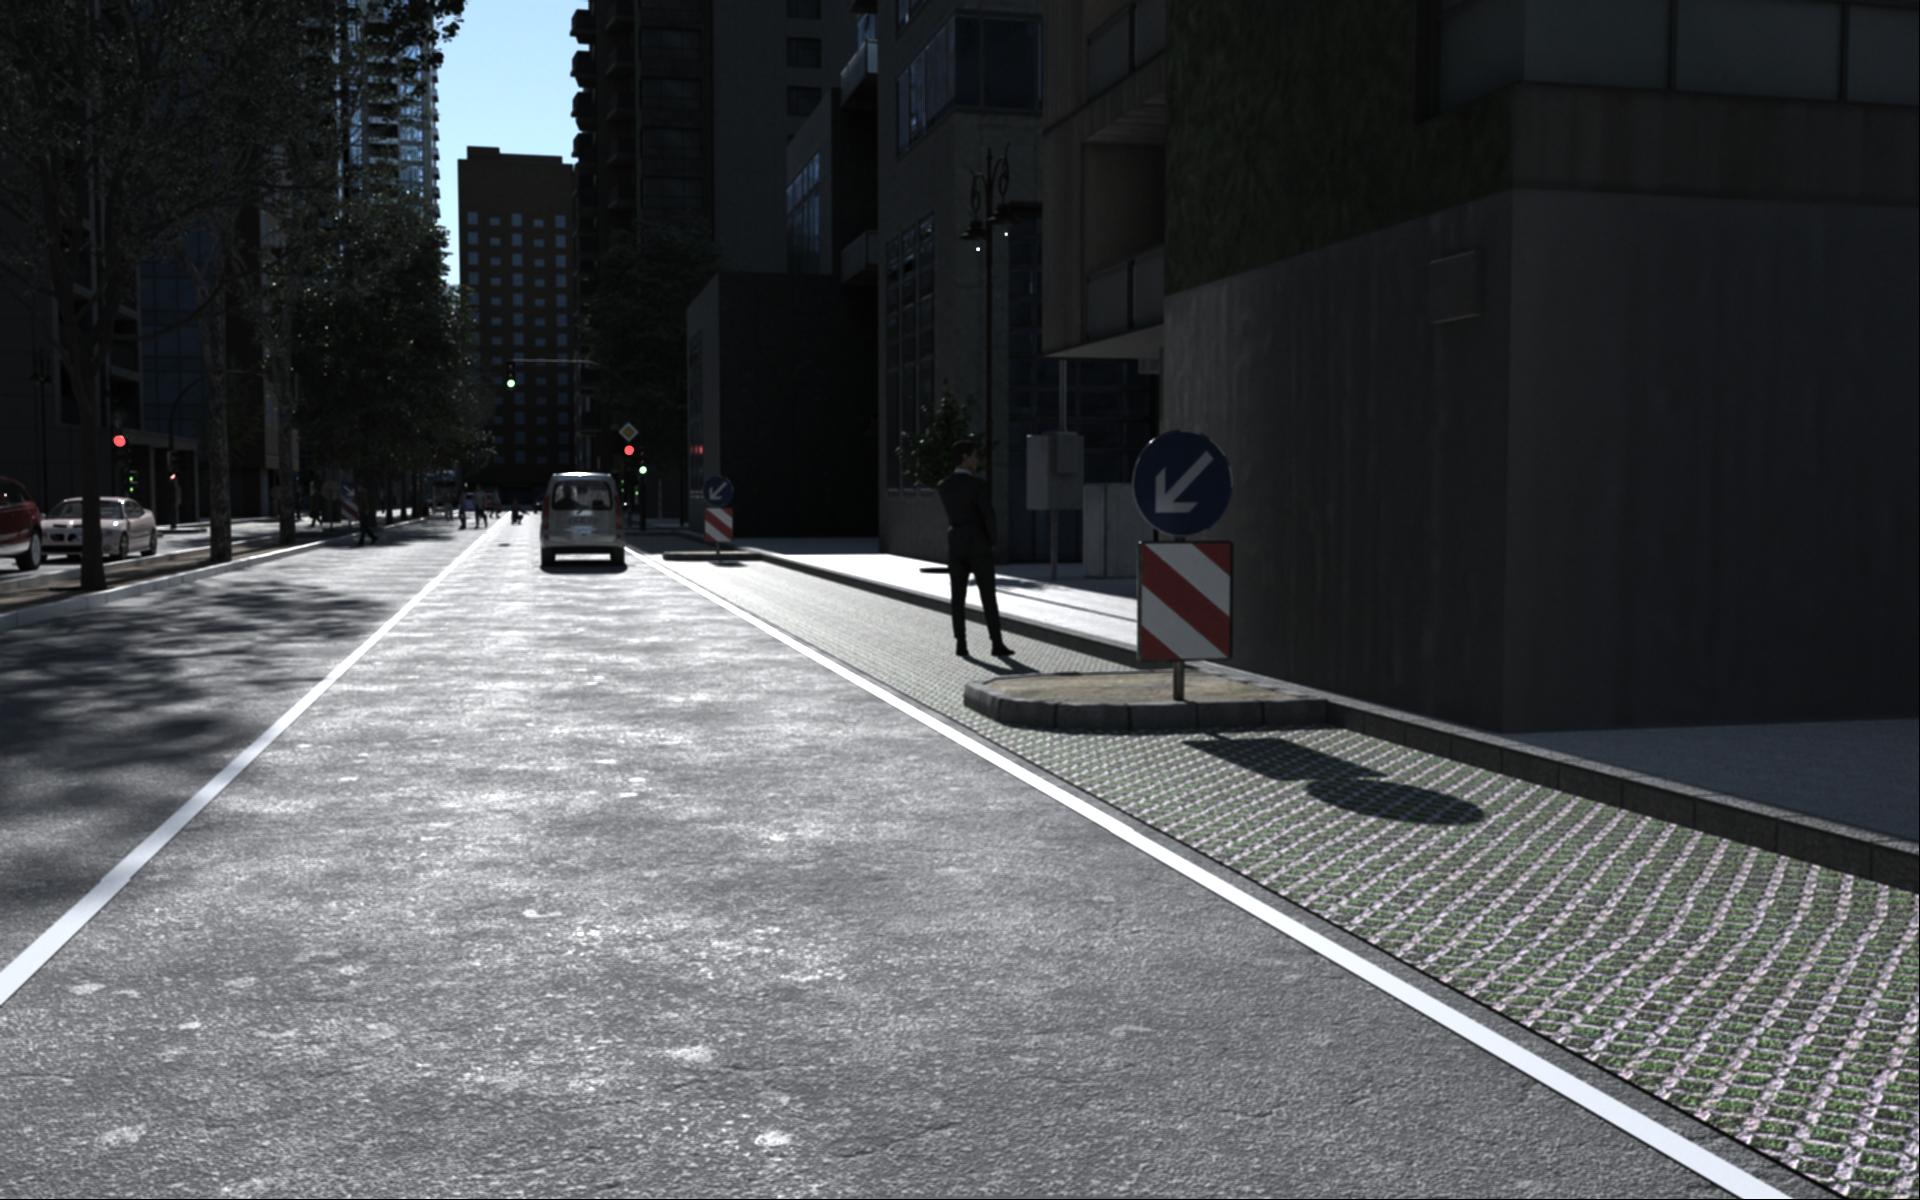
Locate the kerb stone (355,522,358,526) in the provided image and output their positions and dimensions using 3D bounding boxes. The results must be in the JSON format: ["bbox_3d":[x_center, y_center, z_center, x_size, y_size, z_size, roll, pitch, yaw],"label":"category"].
[{"bbox_3d":[-26.613,-3.285,75.902,0.120,0.150,1.000,-1,4,-14],"label":"kerb stone"}]

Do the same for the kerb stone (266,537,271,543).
[{"bbox_3d":[-20.314,-1.733,50.542,0.120,0.150,1.000,-1,4,-14],"label":"kerb stone"}]

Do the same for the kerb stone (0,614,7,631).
[{"bbox_3d":[-10.109,0.247,18.175,0.120,0.150,1.000,-1,4,-14],"label":"kerb stone"}]

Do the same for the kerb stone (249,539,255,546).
[{"bbox_3d":[-19.573,-1.551,47.552,0.120,0.150,1.000,-1,4,-14],"label":"kerb stone"}]

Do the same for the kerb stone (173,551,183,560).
[{"bbox_3d":[-17.093,-0.941,37.589,0.120,0.150,1.000,-1,4,-14],"label":"kerb stone"}]

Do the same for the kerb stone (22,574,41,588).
[{"bbox_3d":[-14.373,-0.263,26.628,0.120,0.150,1.000,-1,4,-14],"label":"kerb stone"}]

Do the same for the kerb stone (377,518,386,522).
[{"bbox_3d":[-30.323,-4.195,90.826,0.120,0.150,1.000,-1,4,-14],"label":"kerb stone"}]

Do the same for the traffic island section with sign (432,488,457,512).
[{"bbox_3d":[-40.920,-7.930,137.790,2.006,1.907,1.989,-1,4,-14],"label":"traffic island section with sign"}]

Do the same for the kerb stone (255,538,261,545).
[{"bbox_3d":[-19.822,-1.611,48.553,0.120,0.150,1.000,-1,4,-14],"label":"kerb stone"}]

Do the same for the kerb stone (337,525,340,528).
[{"bbox_3d":[-24.885,-2.859,68.945,0.120,0.150,1.000,-1,4,-14],"label":"kerb stone"}]

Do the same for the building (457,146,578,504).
[{"bbox_3d":[-57.863,-35.289,227.085,14.200,45.320,14.600,-1,4,-14],"label":"building"}]

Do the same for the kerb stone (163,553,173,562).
[{"bbox_3d":[-16.850,-0.879,36.596,0.120,0.150,1.000,-1,4,-14],"label":"kerb stone"}]

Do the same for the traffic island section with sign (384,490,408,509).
[{"bbox_3d":[-53.166,-9.414,162.544,1.989,1.847,2.006,-1,4,-14],"label":"traffic island section with sign"}]

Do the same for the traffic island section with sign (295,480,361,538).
[{"bbox_3d":[-21.015,-3.030,57.671,2.006,1.907,1.989,-1,4,-14],"label":"traffic island section with sign"}]

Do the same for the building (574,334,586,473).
[{"bbox_3d":[-30.956,-21.973,204.293,27.650,21.520,28.899,-1,4,-14],"label":"building"}]

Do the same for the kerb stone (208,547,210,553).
[{"bbox_3d":[-18.088,-1.184,41.562,0.120,0.150,1.000,-1,4,-14],"label":"kerb stone"}]

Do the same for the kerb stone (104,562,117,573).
[{"bbox_3d":[-15.613,-0.572,31.619,0.120,0.150,1.000,-1,4,-14],"label":"kerb stone"}]

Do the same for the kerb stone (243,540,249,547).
[{"bbox_3d":[-19.325,-1.488,46.557,0.120,0.150,1.000,-1,4,-14],"label":"kerb stone"}]

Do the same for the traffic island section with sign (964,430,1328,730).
[{"bbox_3d":[1.092,-0.171,11.422,1.989,1.847,2.006,-1,4,-14],"label":"traffic island section with sign"}]

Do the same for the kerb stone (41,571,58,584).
[{"bbox_3d":[-14.629,-0.332,27.629,0.120,0.150,1.000,-1,4,-14],"label":"kerb stone"}]

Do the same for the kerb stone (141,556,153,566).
[{"bbox_3d":[-16.352,-0.759,34.598,0.120,0.150,1.000,-1,4,-14],"label":"kerb stone"}]

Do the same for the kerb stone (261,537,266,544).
[{"bbox_3d":[-20.076,-1.673,49.548,0.120,0.150,1.000,-1,4,-14],"label":"kerb stone"}]

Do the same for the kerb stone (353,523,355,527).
[{"bbox_3d":[-26.370,-3.220,74.909,0.120,0.150,1.000,-1,4,-14],"label":"kerb stone"}]

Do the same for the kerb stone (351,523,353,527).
[{"bbox_3d":[-26.125,-3.163,73.917,0.120,0.150,1.000,-1,4,-14],"label":"kerb stone"}]

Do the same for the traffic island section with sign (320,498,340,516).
[{"bbox_3d":[-41.155,-6.456,114.176,1.989,1.847,2.006,-1,4,-14],"label":"traffic island section with sign"}]

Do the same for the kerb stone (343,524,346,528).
[{"bbox_3d":[-25.382,-2.981,70.935,0.120,0.150,1.000,-1,4,-14],"label":"kerb stone"}]

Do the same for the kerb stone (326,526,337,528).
[{"bbox_3d":[-24.640,-2.798,67.943,0.120,0.150,1.000,-1,4,-14],"label":"kerb stone"}]

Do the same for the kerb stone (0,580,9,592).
[{"bbox_3d":[-14.137,-0.201,25.633,0.120,0.150,1.000,-1,4,-14],"label":"kerb stone"}]

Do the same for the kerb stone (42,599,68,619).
[{"bbox_3d":[-10.605,0.124,20.161,0.120,0.150,1.000,-1,4,-14],"label":"kerb stone"}]

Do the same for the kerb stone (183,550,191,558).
[{"bbox_3d":[-17.351,-1.002,38.582,0.120,0.150,1.000,-1,4,-14],"label":"kerb stone"}]

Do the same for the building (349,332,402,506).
[{"bbox_3d":[-78.347,-21.271,192.826,28.899,21.520,27.650,-1,4,-14],"label":"building"}]

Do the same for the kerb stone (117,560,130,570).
[{"bbox_3d":[-15.865,-0.637,32.610,0.120,0.150,1.000,-1,4,-14],"label":"kerb stone"}]

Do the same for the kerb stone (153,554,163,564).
[{"bbox_3d":[-16.606,-0.819,35.588,0.120,0.150,1.000,-1,4,-14],"label":"kerb stone"}]

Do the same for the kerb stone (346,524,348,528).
[{"bbox_3d":[-25.625,-3.041,71.928,0.120,0.150,1.000,-1,4,-14],"label":"kerb stone"}]

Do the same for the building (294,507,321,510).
[{"bbox_3d":[-63.527,-51.007,146.630,22.319,86.520,31.000,-1,4,-14],"label":"building"}]

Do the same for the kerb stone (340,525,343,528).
[{"bbox_3d":[-25.137,-2.918,69.940,0.120,0.150,1.000,-1,4,-14],"label":"kerb stone"}]

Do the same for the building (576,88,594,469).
[{"bbox_3d":[-32.021,-32.475,181.084,14.600,45.320,14.200,-1,4,-14],"label":"building"}]

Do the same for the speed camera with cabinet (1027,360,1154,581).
[{"bbox_3d":[1.979,-1.946,26.149,2.038,3.252,0.660,-2,4,-34],"label":"speed camera with cabinet"}]

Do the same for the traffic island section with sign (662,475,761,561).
[{"bbox_3d":[-5.461,-1.782,37.770,1.989,1.847,2.006,-1,4,-14],"label":"traffic island section with sign"}]

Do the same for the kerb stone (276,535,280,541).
[{"bbox_3d":[-20.814,-1.855,52.531,0.120,0.150,1.000,-1,4,-14],"label":"kerb stone"}]

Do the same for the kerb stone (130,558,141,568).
[{"bbox_3d":[-16.110,-0.698,33.604,0.120,0.150,1.000,-1,4,-14],"label":"kerb stone"}]

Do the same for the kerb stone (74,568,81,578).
[{"bbox_3d":[-15.122,-0.454,29.617,0.120,0.150,1.000,-1,4,-14],"label":"kerb stone"}]

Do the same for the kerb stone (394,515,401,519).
[{"bbox_3d":[-33.053,-4.864,101.768,0.120,0.150,1.000,-1,4,-14],"label":"kerb stone"}]

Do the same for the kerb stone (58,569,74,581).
[{"bbox_3d":[-14.874,-0.393,28.624,0.120,0.150,1.000,-1,4,-14],"label":"kerb stone"}]

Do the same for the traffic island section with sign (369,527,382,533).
[{"bbox_3d":[-22.792,-3.470,64.863,2.006,1.907,1.989,-1,4,-14],"label":"traffic island section with sign"}]

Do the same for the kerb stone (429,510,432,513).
[{"bbox_3d":[-41.697,-6.998,136.605,0.120,0.150,1.000,-1,4,-14],"label":"kerb stone"}]

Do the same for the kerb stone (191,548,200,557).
[{"bbox_3d":[-17.593,-1.063,39.576,0.120,0.150,1.000,-1,4,-14],"label":"kerb stone"}]

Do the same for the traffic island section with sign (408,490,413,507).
[{"bbox_3d":[-59.677,-11.014,188.704,1.989,1.847,2.006,-1,4,-14],"label":"traffic island section with sign"}]

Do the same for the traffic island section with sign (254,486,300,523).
[{"bbox_3d":[-34.597,-4.840,87.766,1.989,1.847,2.006,-1,4,-14],"label":"traffic island section with sign"}]

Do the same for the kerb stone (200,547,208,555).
[{"bbox_3d":[-17.841,-1.124,40.570,0.120,0.150,1.000,-1,4,-14],"label":"kerb stone"}]

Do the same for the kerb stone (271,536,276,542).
[{"bbox_3d":[-20.564,-1.794,51.535,0.120,0.150,1.000,-1,4,-14],"label":"kerb stone"}]

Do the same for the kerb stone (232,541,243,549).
[{"bbox_3d":[-19.077,-1.428,45.548,0.120,0.150,1.000,-1,4,-14],"label":"kerb stone"}]

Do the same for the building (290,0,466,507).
[{"bbox_3d":[-80.953,-55.751,224.204,31.000,86.520,22.319,-1,4,-14],"label":"building"}]

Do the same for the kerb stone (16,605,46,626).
[{"bbox_3d":[-10.354,0.185,19.170,0.120,0.150,1.000,-1,4,-14],"label":"kerb stone"}]

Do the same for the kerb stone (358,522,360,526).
[{"bbox_3d":[-26.863,-3.346,76.904,0.120,0.150,1.000,-1,4,-14],"label":"kerb stone"}]

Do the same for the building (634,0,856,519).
[{"bbox_3d":[-11.191,-19.925,97.481,14.160,30.474,14.107,-1,4,-14],"label":"building"}]

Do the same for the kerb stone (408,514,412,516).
[{"bbox_3d":[-35.768,-5.537,112.721,0.120,0.150,1.000,-1,4,-14],"label":"kerb stone"}]
